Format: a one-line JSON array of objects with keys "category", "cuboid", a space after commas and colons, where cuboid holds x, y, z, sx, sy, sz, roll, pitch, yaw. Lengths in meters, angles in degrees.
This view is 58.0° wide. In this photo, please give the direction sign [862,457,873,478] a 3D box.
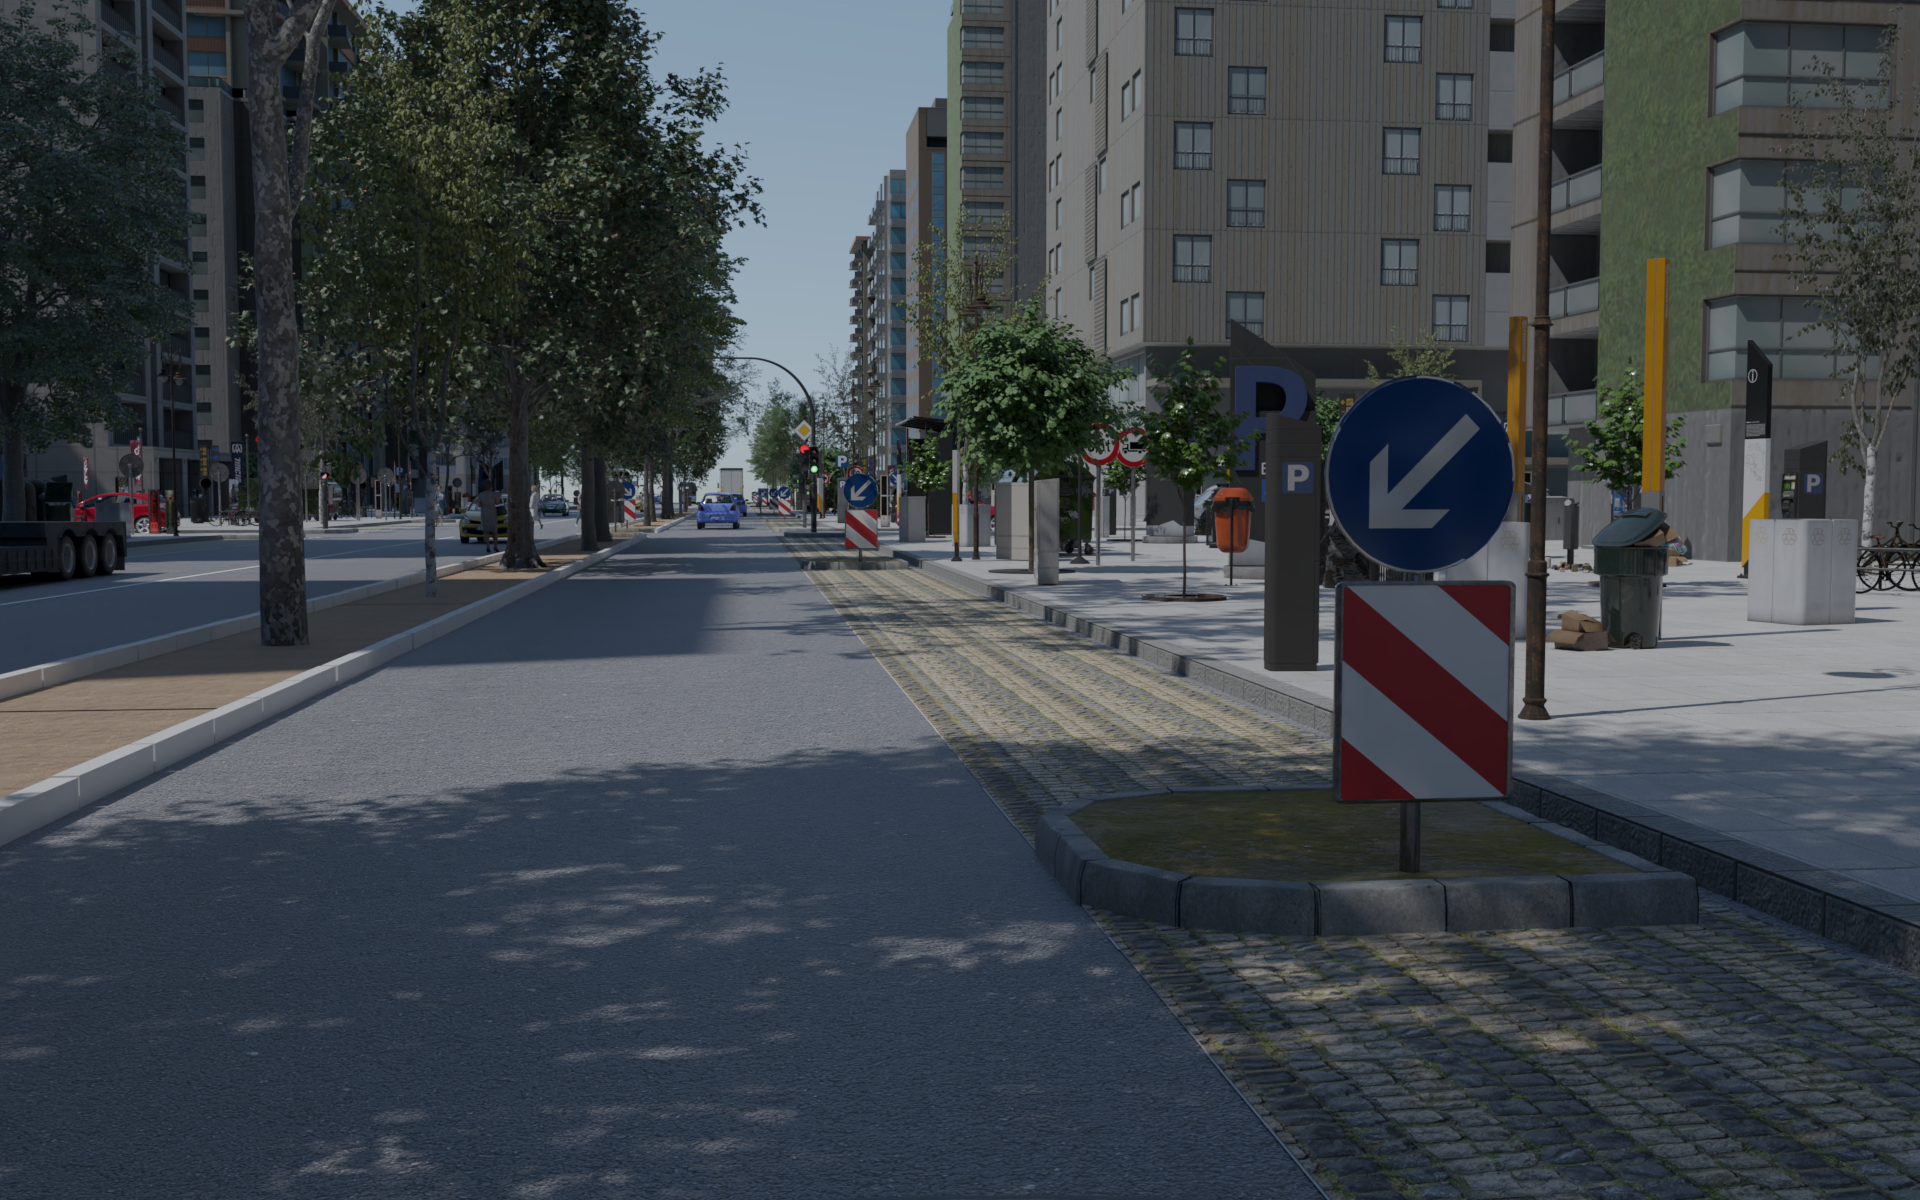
[{"category": "direction sign", "cuboid": [-5.680, -7.020, 106.774, 0.876, 3.537, 0.379, 1, 4, 20]}]

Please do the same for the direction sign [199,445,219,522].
[{"category": "direction sign", "cuboid": [-34.729, -5.394, 80.196, 0.876, 3.537, 0.379, 0, 4, -2]}]

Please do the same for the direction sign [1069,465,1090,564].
[{"category": "direction sign", "cuboid": [2.206, -2.433, 31.783, 0.379, 3.537, 0.876, 3, 5, 40]}]

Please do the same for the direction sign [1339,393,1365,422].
[{"category": "direction sign", "cuboid": [8.953, -2.873, 38.965, 0.876, 3.537, 0.379, 2, 4, 25]}]

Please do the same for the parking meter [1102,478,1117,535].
[{"category": "parking meter", "cuboid": [4.660, -2.953, 53.996, 0.399, 1.863, 0.255, -1, 4, -16]}]

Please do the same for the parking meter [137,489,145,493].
[{"category": "parking meter", "cuboid": [-38.364, -4.447, 81.118, 0.372, 1.533, 0.369, 0, 3, 0]}]

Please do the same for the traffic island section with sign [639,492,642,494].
[{"category": "traffic island section with sign", "cuboid": [-49.872, -16.080, 271.527, 1.989, 1.847, 2.006, 0, 4, -7]}]

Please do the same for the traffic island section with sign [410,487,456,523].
[{"category": "traffic island section with sign", "cuboid": [-26.246, -4.755, 86.366, 1.989, 1.847, 2.006, 0, 4, -7]}]

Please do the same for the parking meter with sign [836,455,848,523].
[{"category": "parking meter with sign", "cuboid": [-5.211, -4.909, 76.524, 0.543, 3.016, 1.738, 0, 4, -3]}]

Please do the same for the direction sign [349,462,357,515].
[{"category": "direction sign", "cuboid": [-37.992, -7.120, 108.402, 0.876, 3.537, 0.379, 2, 4, 32]}]

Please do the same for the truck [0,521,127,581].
[{"category": "truck", "cuboid": [-14.791, -1.955, 21.715, 2.967, 4.110, 18.799, -1, 4, -9]}]

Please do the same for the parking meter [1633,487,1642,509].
[{"category": "parking meter", "cuboid": [13.213, -1.696, 33.446, 0.399, 1.863, 0.255, 2, 4, 23]}]

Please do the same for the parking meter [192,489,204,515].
[{"category": "parking meter", "cuboid": [-41.696, -5.271, 94.588, 0.372, 1.533, 0.369, 0, 3, 0]}]

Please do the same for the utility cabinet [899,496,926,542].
[{"category": "utility cabinet", "cuboid": [-1.284, -2.154, 46.380, 0.306, 1.237, 1.020, 2, 4, 26]}]

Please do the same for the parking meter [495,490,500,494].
[{"category": "parking meter", "cuboid": [-32.614, -6.956, 122.136, 0.372, 1.533, 0.369, 0, 3, 0]}]

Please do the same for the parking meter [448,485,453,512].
[{"category": "parking meter", "cuboid": [-33.843, -6.679, 114.908, 0.255, 1.863, 0.399, 0, 4, 1]}]

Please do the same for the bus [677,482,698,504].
[{"category": "bus", "cuboid": [-40.063, -15.877, 254.455, 2.948, 3.499, 13.247, -1, 4, -9]}]

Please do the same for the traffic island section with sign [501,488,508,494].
[{"category": "traffic island section with sign", "cuboid": [-29.659, -6.390, 113.105, 1.989, 1.847, 2.006, 0, 4, -7]}]

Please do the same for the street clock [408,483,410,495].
[{"category": "street clock", "cuboid": [-36.321, -6.675, 113.707, 0.358, 2.002, 0.471, 2, 4, 31]}]

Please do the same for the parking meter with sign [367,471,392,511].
[{"category": "parking meter with sign", "cuboid": [-42.909, -8.059, 128.028, 1.738, 3.016, 0.543, -1, 4, -16]}]

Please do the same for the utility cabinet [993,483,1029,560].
[{"category": "utility cabinet", "cuboid": [1.250, -1.502, 33.230, 1.173, 1.500, 0.318, 3, 5, 39]}]

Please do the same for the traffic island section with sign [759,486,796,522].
[{"category": "traffic island section with sign", "cuboid": [-9.072, -4.867, 88.204, 1.989, 1.847, 2.006, 0, 4, -7]}]

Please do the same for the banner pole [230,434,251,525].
[{"category": "banner pole", "cuboid": [-29.978, -5.034, 72.326, 0.863, 3.779, 0.401, -1, 4, -22]}]

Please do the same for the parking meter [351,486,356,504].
[{"category": "parking meter", "cuboid": [-41.305, -6.877, 118.142, 0.399, 1.863, 0.255, 3, 5, 40]}]

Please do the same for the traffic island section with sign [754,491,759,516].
[{"category": "traffic island section with sign", "cuboid": [-12.484, -6.509, 115.048, 1.989, 1.847, 2.006, 0, 4, -7]}]

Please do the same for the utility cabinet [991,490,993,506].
[{"category": "utility cabinet", "cuboid": [2.031, -4.976, 90.033, 0.318, 1.500, 1.173, 2, 4, 32]}]

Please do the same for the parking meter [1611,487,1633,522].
[{"category": "parking meter", "cuboid": [12.324, -1.460, 32.277, 0.372, 1.533, 0.369, 0, 3, 0]}]

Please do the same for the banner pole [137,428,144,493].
[{"category": "banner pole", "cuboid": [-31.080, -4.629, 65.698, 0.401, 3.779, 0.863, -3, 4, -37]}]

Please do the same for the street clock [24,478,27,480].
[{"category": "street clock", "cuboid": [-41.934, -4.468, 77.626, 0.358, 2.002, 0.471, -2, 4, -34]}]

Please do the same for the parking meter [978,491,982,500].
[{"category": "parking meter", "cuboid": [1.278, -6.616, 116.589, 0.372, 1.533, 0.369, 0, 3, 0]}]

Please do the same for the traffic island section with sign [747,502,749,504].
[{"category": "traffic island section with sign", "cuboid": [-22.195, -11.160, 191.101, 1.989, 1.847, 2.006, 0, 4, -7]}]

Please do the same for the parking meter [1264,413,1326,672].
[{"category": "parking meter", "cuboid": [2.430, -0.420, 12.583, 0.399, 1.863, 0.255, 0, 4, -3]}]

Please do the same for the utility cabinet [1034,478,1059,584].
[{"category": "utility cabinet", "cuboid": [1.226, -0.988, 24.835, 0.318, 1.500, 1.173, 0, 4, 0]}]

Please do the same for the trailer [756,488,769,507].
[{"category": "trailer", "cuboid": [-19.202, -9.899, 168.898, 1.471, 1.999, 3.904, -1, 4, -8]}]

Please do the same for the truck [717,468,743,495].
[{"category": "truck", "cuboid": [-25.254, -12.348, 190.795, 2.839, 4.237, 11.283, -1, 4, -9]}]

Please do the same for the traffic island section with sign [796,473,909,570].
[{"category": "traffic island section with sign", "cuboid": [-2.072, -1.514, 33.389, 1.989, 1.847, 2.006, 0, 4, -7]}]

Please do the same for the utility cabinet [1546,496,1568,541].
[{"category": "utility cabinet", "cuboid": [16.334, -2.250, 47.941, 1.020, 1.237, 0.306, -2, 4, -26]}]

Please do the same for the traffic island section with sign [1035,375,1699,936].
[{"category": "traffic island section with sign", "cuboid": [1.340, 0.127, 6.548, 1.989, 1.847, 2.006, 0, 4, -7]}]

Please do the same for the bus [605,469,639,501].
[{"category": "bus", "cuboid": [-33.481, -10.993, 171.277, 2.896, 3.916, 12.252, 0, 4, -7]}]

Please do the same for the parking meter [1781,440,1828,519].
[{"category": "parking meter", "cuboid": [9.157, -0.802, 18.817, 0.399, 1.863, 0.255, -1, 4, -11]}]

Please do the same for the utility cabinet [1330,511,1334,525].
[{"category": "utility cabinet", "cuboid": [9.296, -1.880, 41.893, 0.306, 1.237, 1.020, 3, 5, 40]}]

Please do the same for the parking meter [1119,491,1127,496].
[{"category": "parking meter", "cuboid": [6.887, -3.948, 72.959, 0.372, 1.533, 0.369, 0, 3, 0]}]

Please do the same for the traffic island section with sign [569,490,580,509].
[{"category": "traffic island section with sign", "cuboid": [-36.007, -9.436, 162.904, 1.989, 1.847, 2.006, 0, 4, -7]}]

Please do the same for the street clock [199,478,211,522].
[{"category": "street clock", "cuboid": [-34.155, -4.517, 78.431, 0.471, 2.002, 0.358, -3, 4, -37]}]

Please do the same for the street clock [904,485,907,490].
[{"category": "street clock", "cuboid": [-4.292, -8.227, 139.089, 0.358, 2.002, 0.471, 2, 4, 29]}]

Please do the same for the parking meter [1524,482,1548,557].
[{"category": "parking meter", "cuboid": [11.630, -1.639, 35.206, 0.372, 1.533, 0.369, 0, 3, 0]}]

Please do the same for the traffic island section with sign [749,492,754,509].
[{"category": "traffic island section with sign", "cuboid": [-18.695, -9.482, 163.656, 1.989, 1.847, 2.006, 0, 4, -7]}]

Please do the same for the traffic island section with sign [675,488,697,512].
[{"category": "traffic island section with sign", "cuboid": [-21.912, -8.018, 139.225, 2.006, 1.907, 1.989, 0, 4, -7]}]

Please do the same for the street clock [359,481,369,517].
[{"category": "street clock", "cuboid": [-32.645, -5.524, 94.894, 0.471, 2.002, 0.358, 1, 4, 19]}]

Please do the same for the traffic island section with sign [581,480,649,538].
[{"category": "traffic island section with sign", "cuboid": [-11.465, -3.009, 57.341, 2.006, 1.907, 1.989, 0, 4, -7]}]

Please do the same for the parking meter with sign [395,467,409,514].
[{"category": "parking meter with sign", "cuboid": [-35.748, -7.031, 111.224, 0.543, 3.016, 1.738, -2, 4, -34]}]

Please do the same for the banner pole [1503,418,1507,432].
[{"category": "banner pole", "cuboid": [15.950, -3.678, 50.146, 0.401, 3.779, 0.863, -1, 4, -21]}]

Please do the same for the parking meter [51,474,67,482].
[{"category": "parking meter", "cuboid": [-26.573, -2.777, 51.122, 0.255, 1.863, 0.399, 2, 4, 30]}]

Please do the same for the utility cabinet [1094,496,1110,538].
[{"category": "utility cabinet", "cuboid": [4.198, -2.454, 51.291, 0.306, 1.237, 1.020, 1, 4, 14]}]

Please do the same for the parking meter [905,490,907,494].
[{"category": "parking meter", "cuboid": [-2.855, -5.152, 92.653, 0.372, 1.533, 0.369, 0, 3, 0]}]

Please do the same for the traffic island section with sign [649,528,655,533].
[{"category": "traffic island section with sign", "cuboid": [-12.393, -3.459, 64.690, 2.006, 1.907, 1.989, 0, 4, -7]}]

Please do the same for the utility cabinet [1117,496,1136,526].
[{"category": "utility cabinet", "cuboid": [6.677, -3.567, 69.479, 0.306, 1.237, 1.020, -2, 4, -27]}]
